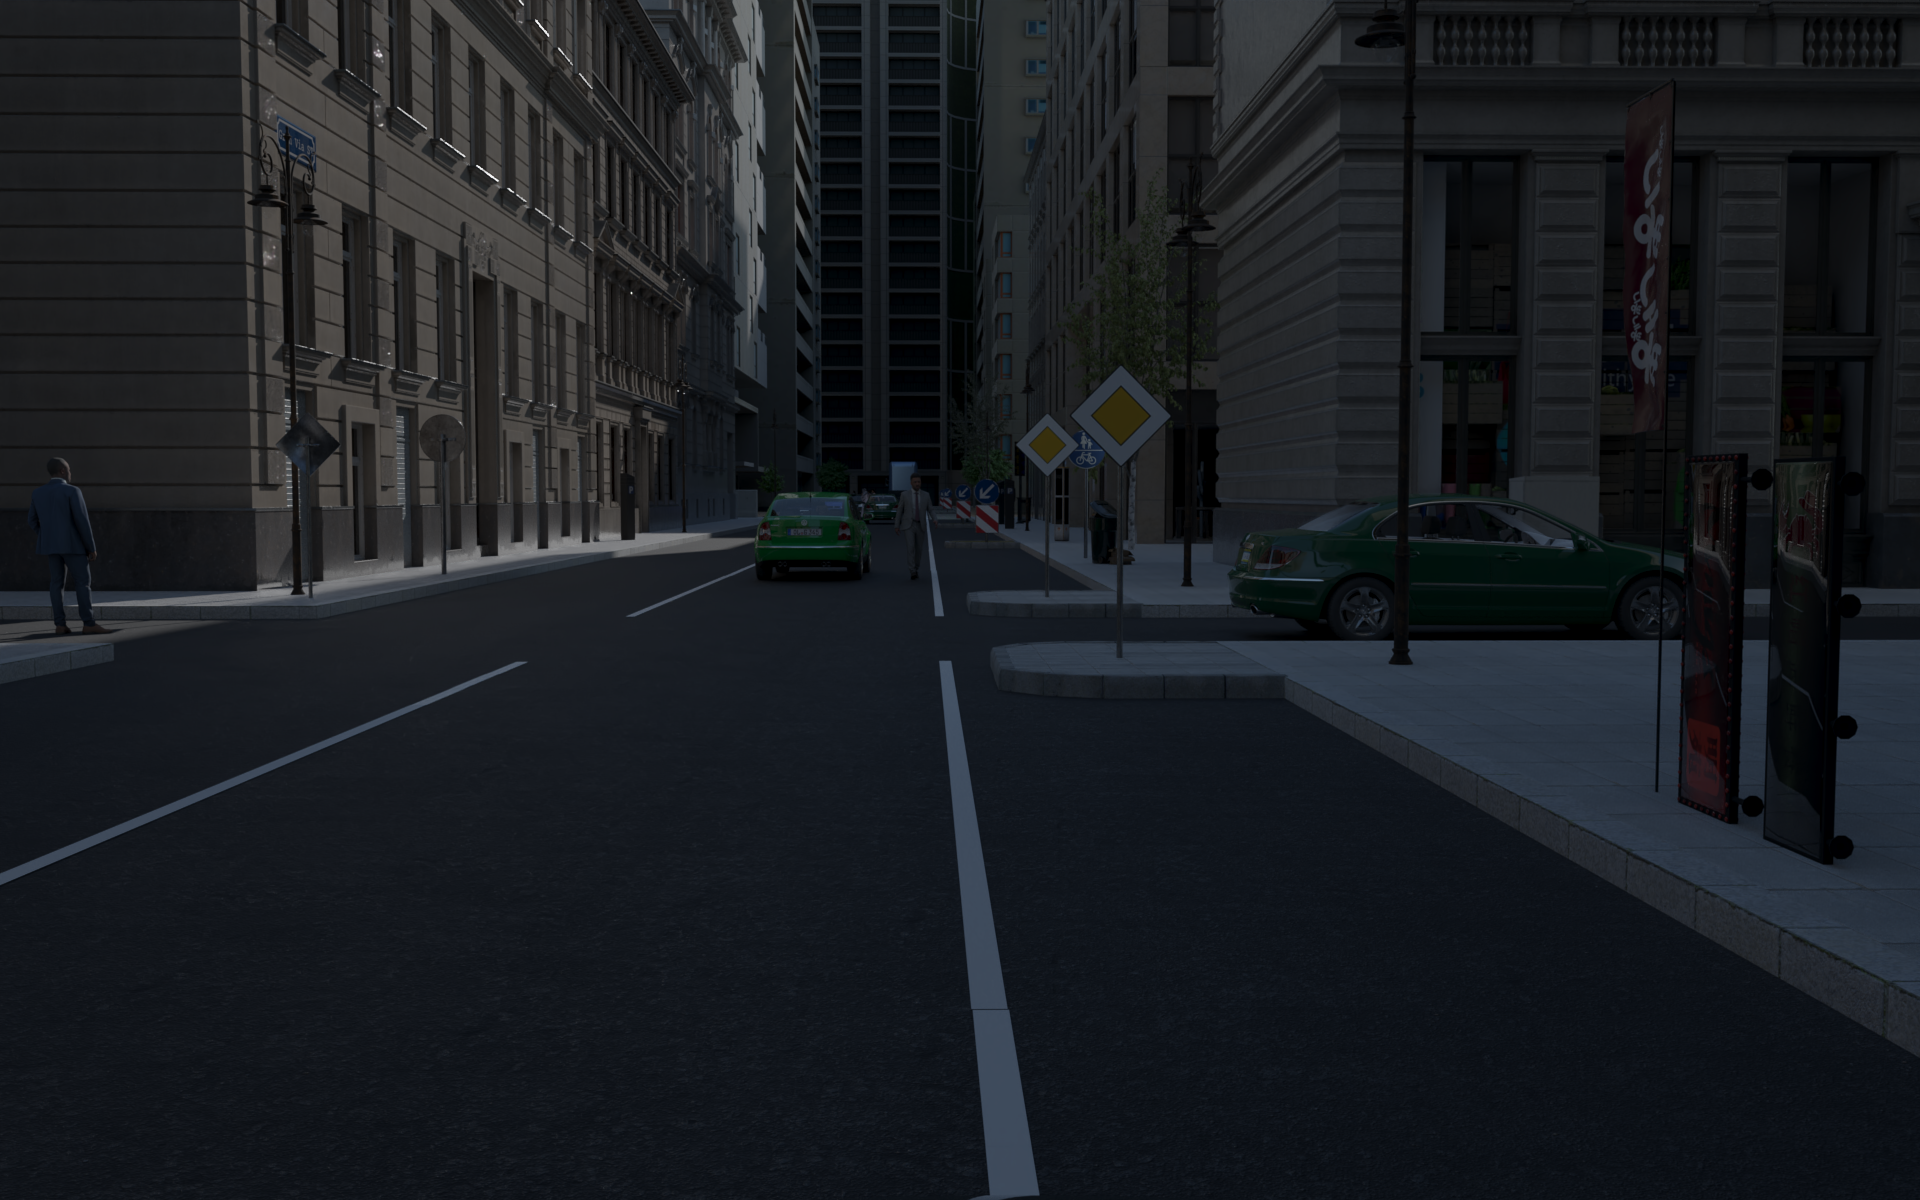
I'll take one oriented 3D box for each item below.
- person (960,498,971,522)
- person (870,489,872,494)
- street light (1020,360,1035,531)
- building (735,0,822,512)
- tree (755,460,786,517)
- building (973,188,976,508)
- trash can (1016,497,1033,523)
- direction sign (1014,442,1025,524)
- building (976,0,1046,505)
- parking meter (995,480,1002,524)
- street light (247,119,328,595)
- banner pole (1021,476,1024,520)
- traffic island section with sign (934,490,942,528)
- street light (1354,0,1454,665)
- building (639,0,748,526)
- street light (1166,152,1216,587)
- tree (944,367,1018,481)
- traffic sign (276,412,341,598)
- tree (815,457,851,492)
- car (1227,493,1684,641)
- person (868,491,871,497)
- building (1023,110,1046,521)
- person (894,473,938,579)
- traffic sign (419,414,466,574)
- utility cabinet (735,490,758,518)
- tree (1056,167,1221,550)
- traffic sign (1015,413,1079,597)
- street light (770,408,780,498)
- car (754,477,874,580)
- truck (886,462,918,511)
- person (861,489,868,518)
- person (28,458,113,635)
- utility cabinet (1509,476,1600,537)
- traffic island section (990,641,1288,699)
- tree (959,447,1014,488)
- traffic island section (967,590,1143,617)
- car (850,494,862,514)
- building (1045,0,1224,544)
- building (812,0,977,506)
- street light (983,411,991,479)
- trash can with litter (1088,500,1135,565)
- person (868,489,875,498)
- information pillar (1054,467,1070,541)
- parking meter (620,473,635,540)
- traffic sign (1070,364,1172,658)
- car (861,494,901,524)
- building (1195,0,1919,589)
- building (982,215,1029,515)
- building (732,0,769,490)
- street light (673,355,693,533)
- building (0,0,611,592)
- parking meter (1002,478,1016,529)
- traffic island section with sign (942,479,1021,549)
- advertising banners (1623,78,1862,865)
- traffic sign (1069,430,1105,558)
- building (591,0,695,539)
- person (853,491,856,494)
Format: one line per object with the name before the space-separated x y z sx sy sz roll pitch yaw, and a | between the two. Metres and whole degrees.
person | 0.254 -4.879 88.082 0.655 1.846 0.447 -2 4 -29
person | -8.087 -9.194 158.450 1.348 1.869 0.705 -2 4 -32
street light | 2.337 -5.339 60.083 0.468 5.910 1.993 0 4 -1
building | -24.034 -32.803 160.031 21.600 48.544 21.300 0 4 -1
tree | -10.672 -6.261 96.975 1.663 3.219 1.824 0 3 0
building | 8.230 -24.042 164.789 14.160 30.474 14.107 0 4 -1
trash can | 2.877 -4.037 77.656 0.748 1.137 0.748 0 3 0
direction sign | 2.588 -5.075 74.977 0.379 3.537 0.876 2 4 32
building | 12.318 -31.975 146.498 21.300 48.544 21.600 0 4 -1
parking meter | 1.681 -4.130 73.237 0.255 1.863 0.399 3 5 42
street light | -8.446 -3.005 21.914 0.468 5.910 1.993 0 4 -1
banner pole | 3.001 -5.838 85.472 0.401 3.779 0.863 0 4 8
traffic island section with sign | 0.018 -3.999 74.016 1.989 1.847 2.006 0 4 -1
street light | 3.326 -2.453 12.893 0.468 5.910 1.993 0 4 -1
building | -17.467 -17.742 77.465 14.401 28.519 23.554 0 4 -1
street light | 3.158 -3.125 23.881 0.468 5.910 1.993 0 4 -1
tree | 1.282 -9.142 99.826 4.360 8.622 3.978 0 3 0
traffic sign | -8.012 -1.081 21.318 0.795 2.450 0.064 0 4 -1
tree | -11.247 -10.365 153.178 4.285 4.588 4.351 0 3 0
car | 5.172 -0.341 17.372 4.920 1.459 2.131 0 4 -2
person | -7.932 -8.617 150.095 0.721 1.736 1.217 -2 4 -27
building | 8.550 -14.551 87.057 9.793 20.994 18.267 0 4 -1
person | -0.750 -1.251 29.229 0.678 1.792 0.850 -1 4 -13
traffic sign | -8.255 -1.684 27.638 0.768 2.556 0.104 0 4 5
utility cabinet | -11.518 -5.179 93.361 1.173 1.500 0.318 1 4 12
tree | 4.056 -5.486 40.051 4.737 8.622 4.395 0 3 0
traffic sign | 1.080 -1.091 21.487 0.795 2.450 0.064 0 4 -1
street light | -9.955 -7.365 93.213 0.468 5.910 1.993 0 4 -1
car | -2.516 -1.318 30.342 1.959 1.807 4.718 0 4 0
truck | -4.517 -9.117 138.817 2.967 4.110 18.799 0 4 -2
person | -5.460 -5.499 99.075 0.621 1.740 0.551 -1 4 -13
person | -9.120 -0.550 17.682 0.721 1.800 0.419 0 3 0
utility cabinet | 7.481 -0.806 21.862 1.173 1.500 0.318 -1 4 -22
traffic island section | 1.270 0.532 13.581 2.009 0.180 2.903 0 4 -1
tree | 1.634 -7.430 105.199 4.285 4.588 4.351 0 3 0
traffic island section | 1.104 0.044 21.564 2.009 0.180 2.903 0 4 -1
car | -6.886 -6.245 111.894 2.009 1.686 4.222 0 4 -1
building | 13.788 -15.677 60.834 19.350 26.468 34.151 0 4 -1
building | -6.143 -45.932 189.238 20.611 71.187 20.563 0 4 -1
street light | 1.508 -7.544 96.130 0.468 5.910 1.993 0 4 -1
trash can with litter | 2.826 -1.245 31.744 0.624 1.170 1.055 -2 4 -33
person | -5.242 -5.770 103.546 1.217 1.736 0.721 3 4 38
information pillar | 2.767 -2.599 46.982 0.304 2.012 0.304 3 4 38
parking meter | -9.264 -2.606 48.318 0.255 1.863 0.399 2 4 27
traffic sign | 1.246 -0.603 13.503 0.795 2.450 0.064 0 4 -1
car | -3.733 -4.392 83.607 2.131 1.459 4.920 0 4 -2
building | 14.118 -12.147 27.486 19.941 23.489 11.050 0 4 -1
building | 15.823 -16.950 122.171 27.650 21.520 28.899 0 4 -1
building | -30.288 -36.987 193.976 27.495 52.752 28.713 0 4 -1
street light | -9.194 -5.186 57.579 0.468 5.910 1.993 0 4 -1
building | -15.167 -14.480 34.007 12.463 27.353 25.104 0 4 -1
parking meter | 1.854 -3.561 63.929 0.399 1.863 0.255 0 4 1
traffic island section with sign | 0.587 -2.316 46.491 1.989 1.847 2.006 0 4 -1
advertising banners | 3.002 -0.652 6.845 0.090 3.025 2.074 0 3 0
traffic sign | 2.510 -2.105 34.517 0.768 2.556 0.104 0 4 3
building | -15.128 -11.730 56.417 10.561 19.102 19.286 0 4 -1
person | -8.995 -8.357 145.927 0.721 1.735 1.217 3 4 38
